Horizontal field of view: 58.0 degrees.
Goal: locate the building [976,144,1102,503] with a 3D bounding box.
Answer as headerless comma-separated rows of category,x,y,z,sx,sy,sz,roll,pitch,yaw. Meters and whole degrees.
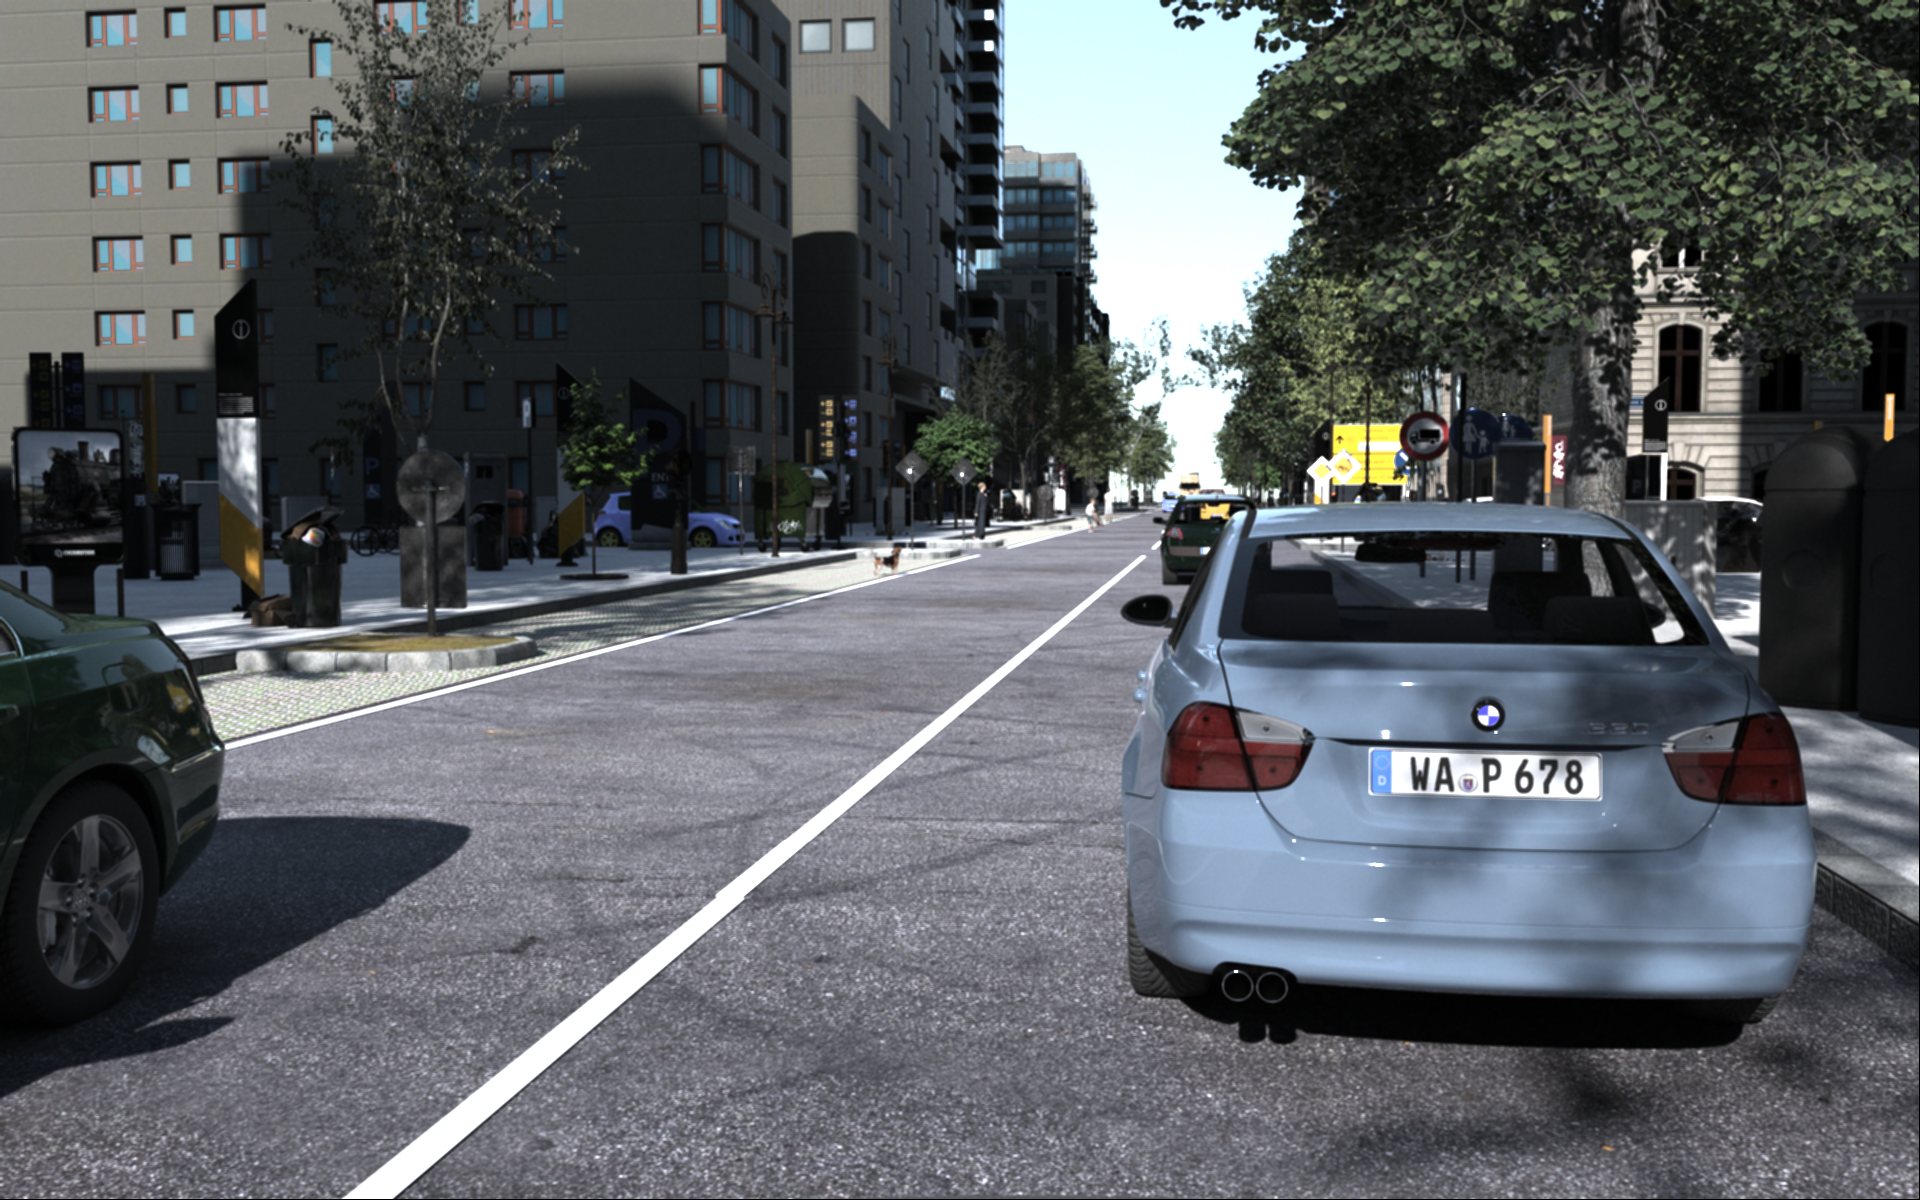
building,7.829,-38.200,244.177,23.786,49.044,30.456,1,4,8

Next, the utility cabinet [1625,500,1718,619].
utility cabinet,7.303,-0.419,18.016,0.306,1.237,1.020,-3,5,-40

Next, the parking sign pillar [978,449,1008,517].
parking sign pillar,2.110,-6.721,98.366,1.447,3.967,1.447,-3,4,-37

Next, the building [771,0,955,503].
building,-15.183,-31.824,109.557,28.713,52.752,27.495,1,4,8

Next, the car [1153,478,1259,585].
car,4.193,-1.150,28.590,2.009,1.686,4.222,0,4,7

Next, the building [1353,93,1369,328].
building,41.031,-28.502,149.606,14.154,41.232,14.086,1,4,8

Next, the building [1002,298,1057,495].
building,-5.621,-19.872,169.941,27.650,21.520,28.899,1,4,8

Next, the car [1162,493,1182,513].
car,16.654,-7.648,134.635,1.945,1.707,3.694,1,4,8

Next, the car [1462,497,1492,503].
car,12.334,-1.773,41.350,4.827,1.381,2.083,0,4,8

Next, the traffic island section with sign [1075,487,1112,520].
traffic island section with sign,7.453,-5.375,96.502,1.989,1.847,2.006,1,4,8

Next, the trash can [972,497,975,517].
trash can,1.018,-5.193,96.551,0.748,1.137,0.748,0,3,0

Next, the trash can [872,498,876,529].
trash can,-2.887,-3.185,63.733,0.748,1.137,0.748,0,3,0

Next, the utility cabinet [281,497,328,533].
utility cabinet,-15.475,-1.820,40.913,0.306,1.237,1.020,3,5,42

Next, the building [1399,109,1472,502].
building,33.769,-18.844,105.356,12.463,27.353,25.104,1,4,8

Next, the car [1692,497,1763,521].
car,17.900,-1.683,39.874,4.827,1.381,2.083,1,4,10

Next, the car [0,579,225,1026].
car,-3.414,0.509,3.480,2.131,1.459,4.920,0,4,6

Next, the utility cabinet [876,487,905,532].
utility cabinet,-2.328,-3.009,57.872,0.318,1.500,1.173,3,4,38

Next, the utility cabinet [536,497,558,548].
utility cabinet,-9.478,-1.818,40.880,1.020,1.237,0.306,-1,4,-15

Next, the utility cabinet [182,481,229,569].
utility cabinet,-12.621,-1.281,29.622,1.173,1.500,0.318,-2,4,-35

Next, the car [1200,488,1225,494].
car,16.623,-6.446,114.062,2.281,1.827,5.304,0,4,8

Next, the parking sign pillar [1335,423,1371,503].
parking sign pillar,14.536,-4.616,63.946,1.447,3.967,1.447,1,4,14

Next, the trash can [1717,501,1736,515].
trash can,16.050,-1.537,36.776,0.748,1.137,0.748,0,3,0

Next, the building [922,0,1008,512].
building,-7.072,-50.476,137.948,22.319,86.520,31.000,1,4,8

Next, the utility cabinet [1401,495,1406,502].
utility cabinet,21.085,-4.342,82.159,0.306,1.237,1.020,-2,4,-27

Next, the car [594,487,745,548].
car,-7.182,-2.039,42.921,3.694,1.707,1.945,1,4,9

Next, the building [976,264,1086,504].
building,8.614,-27.550,222.140,14.160,30.474,14.107,1,4,8

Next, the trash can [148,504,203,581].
trash can,-11.692,-0.868,25.851,0.748,1.137,0.748,0,3,0

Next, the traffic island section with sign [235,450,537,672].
traffic island section with sign,-4.754,-0.378,14.812,1.989,1.847,2.006,1,4,8

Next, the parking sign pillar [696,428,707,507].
parking sign pillar,-7.726,-3.825,51.014,1.447,3.967,1.447,-1,4,-9

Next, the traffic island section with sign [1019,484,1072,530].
traffic island section with sign,3.468,-3.739,69.762,1.989,1.847,2.006,1,4,8

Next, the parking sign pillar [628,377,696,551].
parking sign pillar,-6.935,-3.145,39.899,1.447,3.967,1.447,-1,4,-13

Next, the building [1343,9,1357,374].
building,48.231,-38.375,169.435,21.231,58.520,28.212,1,4,8

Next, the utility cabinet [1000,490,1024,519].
utility cabinet,2.660,-4.885,88.540,1.173,1.500,0.318,0,4,1

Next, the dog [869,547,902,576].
dog,-1.286,-0.666,30.177,0.406,0.507,0.540,1,4,21

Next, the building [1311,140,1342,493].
building,51.185,-34.665,216.880,14.600,45.320,14.200,1,4,8

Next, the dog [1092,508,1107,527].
dog,6.162,-3.631,76.207,0.800,0.831,0.513,0,4,4

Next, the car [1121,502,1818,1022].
car,1.541,0.361,6.094,2.014,1.417,4.499,1,4,9

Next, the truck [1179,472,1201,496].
truck,30.106,-14.549,226.787,2.839,4.237,11.283,0,4,8

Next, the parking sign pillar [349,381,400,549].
parking sign pillar,-13.611,-3.192,40.666,1.447,3.967,1.447,0,4,-2

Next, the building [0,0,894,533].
building,-18.980,-13.864,71.718,27.650,21.520,28.899,1,4,8

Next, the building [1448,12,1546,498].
building,31.690,-17.562,80.646,14.314,27.812,24.014,1,4,8

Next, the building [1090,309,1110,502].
building,15.590,-30.281,266.797,14.160,30.474,14.107,1,4,8

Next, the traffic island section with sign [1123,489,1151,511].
traffic island section with sign,14.662,-8.320,144.656,1.989,1.847,2.006,1,4,8

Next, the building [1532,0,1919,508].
building,37.596,-14.488,55.970,34.723,24.649,14.460,1,4,8

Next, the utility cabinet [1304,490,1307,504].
utility cabinet,19.750,-5.427,97.408,0.318,1.500,1.173,3,4,37

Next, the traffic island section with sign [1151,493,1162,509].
traffic island section with sign,18.780,-10.002,172.155,1.989,1.847,2.006,1,4,8

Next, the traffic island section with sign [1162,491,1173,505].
traffic island section with sign,26.888,-13.316,226.338,1.989,1.847,2.006,1,4,8

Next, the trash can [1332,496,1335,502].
trash can,23.122,-5.829,106.964,0.748,1.137,0.748,0,3,0

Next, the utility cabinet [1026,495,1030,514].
utility cabinet,4.061,-5.137,95.153,1.020,1.237,0.306,-2,4,-25
